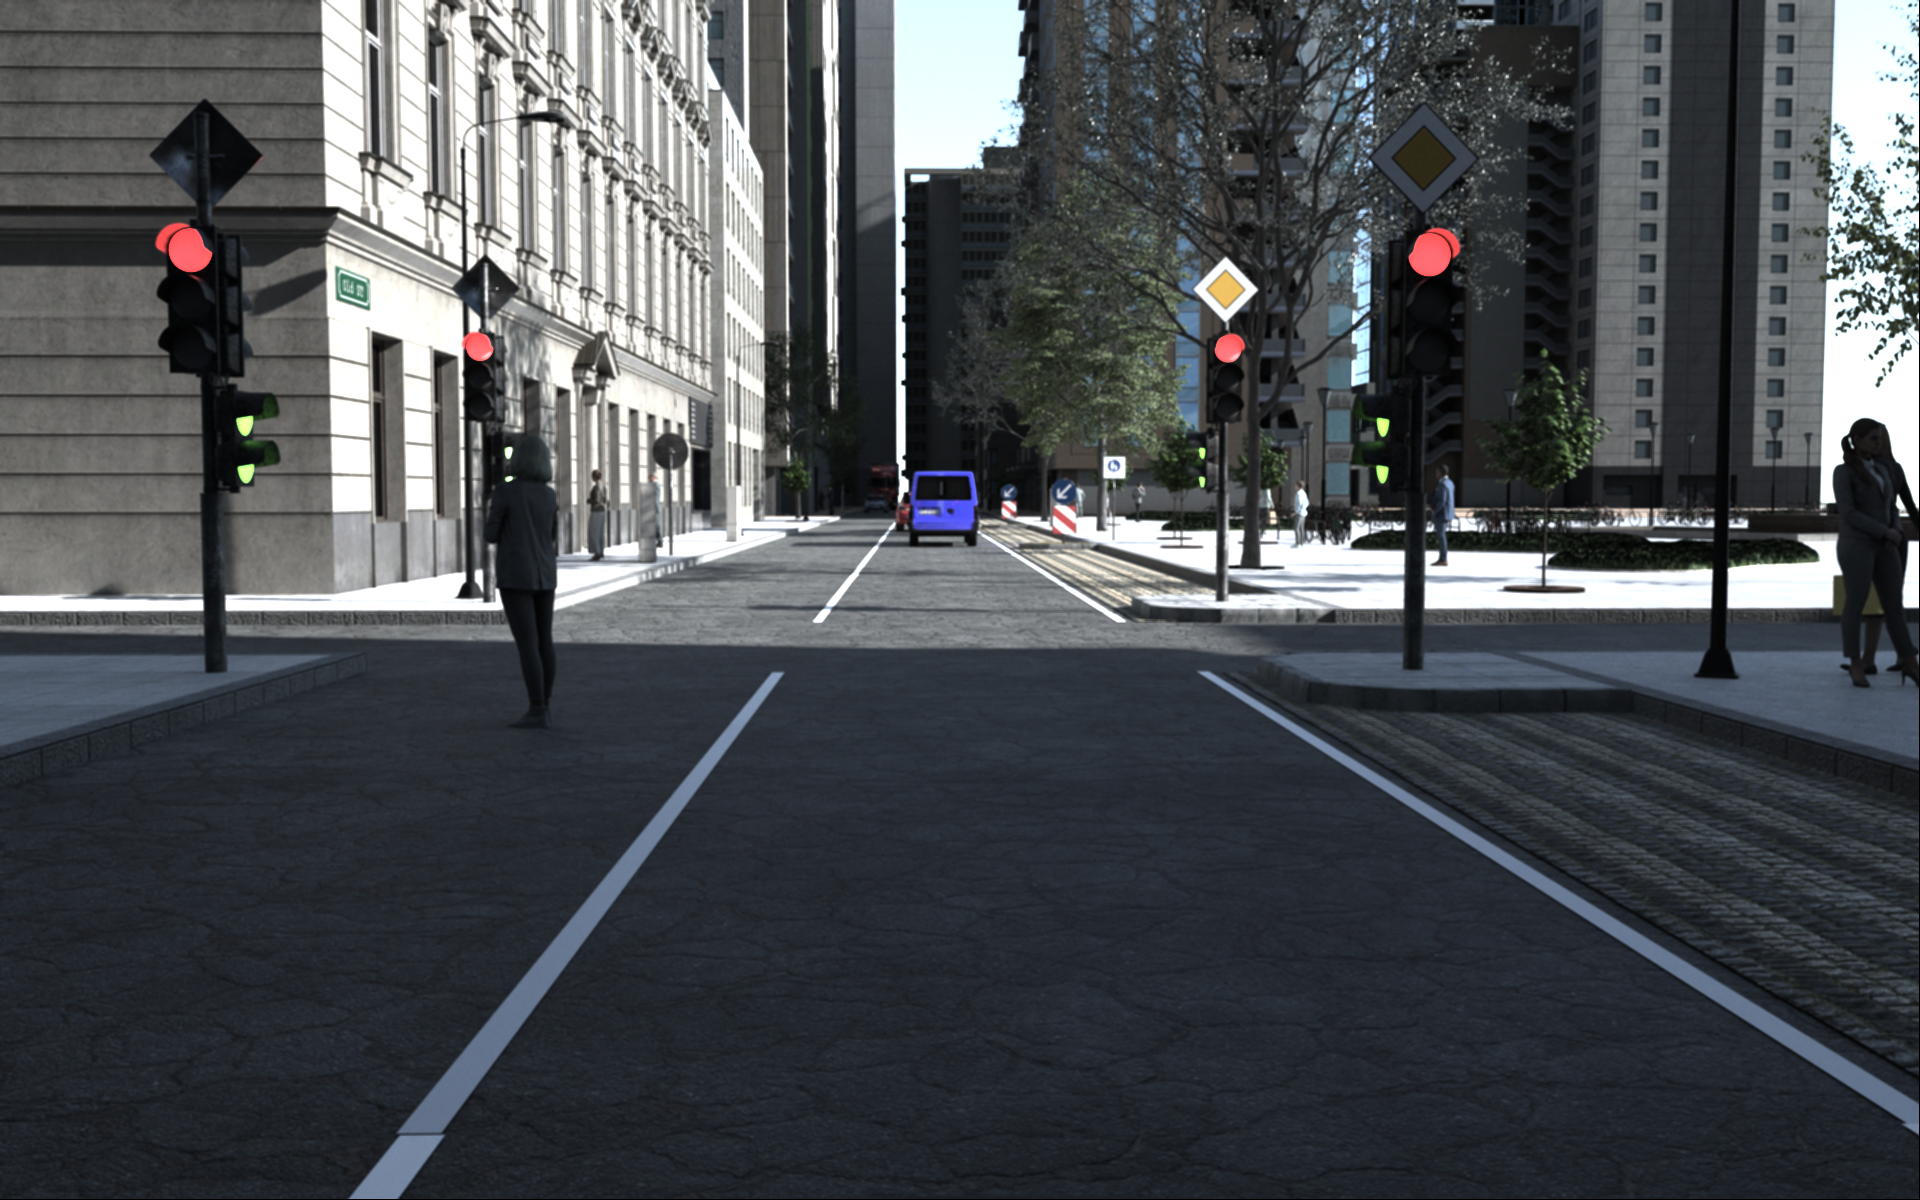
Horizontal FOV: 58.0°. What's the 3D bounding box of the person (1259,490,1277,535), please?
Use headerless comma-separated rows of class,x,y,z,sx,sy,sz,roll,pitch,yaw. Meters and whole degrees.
person,9.532,-2.910,54.103,0.515,1.767,0.782,-2,4,-24

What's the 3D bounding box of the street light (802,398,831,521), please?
street light,-6.923,-6.805,83.803,1.470,5.913,1.316,0,4,-1

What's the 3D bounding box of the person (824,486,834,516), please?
person,-7.738,-5.874,102.534,0.568,1.767,0.683,0,3,0

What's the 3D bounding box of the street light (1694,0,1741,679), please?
street light,4.792,-2.414,12.005,1.470,5.913,1.316,0,4,-1

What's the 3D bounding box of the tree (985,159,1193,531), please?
tree,4.553,-8.646,59.487,7.486,12.596,7.792,0,3,0

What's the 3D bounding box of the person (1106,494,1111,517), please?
person,7.990,-5.371,94.608,0.466,1.731,0.760,2,4,32

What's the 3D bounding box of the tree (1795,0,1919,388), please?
tree,14.227,-4.537,24.544,4.737,8.622,4.395,0,3,0

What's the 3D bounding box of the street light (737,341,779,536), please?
street light,-6.214,-4.907,52.777,1.470,5.913,1.316,0,4,-1

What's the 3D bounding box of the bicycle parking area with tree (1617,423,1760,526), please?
bicycle parking area with tree,26.419,-5.195,71.934,9.016,4.147,8.231,-1,4,-17

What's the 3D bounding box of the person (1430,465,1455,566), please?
person,8.623,-1.512,30.947,0.419,1.800,0.721,1,4,22

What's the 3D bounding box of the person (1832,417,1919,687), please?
person,6.130,-0.316,11.491,0.520,1.790,0.573,-3,5,-39

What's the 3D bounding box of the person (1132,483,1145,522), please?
person,8.101,-4.429,78.642,0.473,1.802,0.592,-1,4,-16

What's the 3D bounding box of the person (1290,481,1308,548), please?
person,8.078,-2.039,41.193,0.330,1.601,0.589,3,5,39

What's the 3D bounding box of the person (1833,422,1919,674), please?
person,6.951,-0.379,12.457,1.509,1.804,0.699,0,4,-7

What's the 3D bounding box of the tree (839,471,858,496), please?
tree,-9.436,-9.304,146.719,1.663,3.219,1.824,0,3,0

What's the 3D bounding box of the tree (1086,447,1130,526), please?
tree,6.218,-4.663,70.840,1.663,3.219,1.824,0,3,0

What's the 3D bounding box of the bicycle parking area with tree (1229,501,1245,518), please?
bicycle parking area with tree,16.149,-5.103,70.442,8.231,4.147,9.016,-1,4,-13

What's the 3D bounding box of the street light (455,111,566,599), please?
street light,-5.485,-2.974,21.158,1.470,5.913,1.316,0,4,-1

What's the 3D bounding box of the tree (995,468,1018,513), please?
tree,2.800,-7.391,115.443,1.663,3.219,1.824,0,3,0

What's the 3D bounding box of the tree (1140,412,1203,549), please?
tree,5.152,-2.848,41.169,1.663,3.219,1.824,0,3,0

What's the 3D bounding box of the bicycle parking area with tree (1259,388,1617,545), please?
bicycle parking area with tree,12.409,-3.667,46.956,8.231,4.147,9.016,1,4,8

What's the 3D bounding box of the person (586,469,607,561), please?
person,-7.039,-1.645,33.480,0.362,1.759,0.519,1,4,11

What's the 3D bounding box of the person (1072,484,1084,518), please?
person,6.339,-5.303,92.850,0.635,1.810,0.391,-1,4,-23

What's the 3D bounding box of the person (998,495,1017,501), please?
person,3.009,-6.388,110.426,1.348,1.831,0.705,-2,4,-26

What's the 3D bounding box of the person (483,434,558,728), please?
person,-2.742,-0.126,10.746,0.526,1.800,0.537,3,5,43

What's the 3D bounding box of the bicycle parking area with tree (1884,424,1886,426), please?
bicycle parking area with tree,36.527,-5.252,72.873,9.016,4.147,8.231,-1,4,-10

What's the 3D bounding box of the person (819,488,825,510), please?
person,-10.977,-7.930,136.259,0.434,1.755,0.990,-3,5,-42

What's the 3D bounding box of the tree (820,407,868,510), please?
tree,-9.505,-11.603,140.075,4.737,8.622,4.395,0,3,0

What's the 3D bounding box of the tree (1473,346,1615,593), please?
tree,7.600,-1.729,22.872,1.663,3.219,1.824,0,3,0

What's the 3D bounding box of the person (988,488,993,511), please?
person,2.366,-7.636,131.581,0.721,1.739,1.217,0,4,8

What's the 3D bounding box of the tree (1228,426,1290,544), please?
tree,7.574,-3.062,44.670,1.663,3.219,1.824,0,3,0

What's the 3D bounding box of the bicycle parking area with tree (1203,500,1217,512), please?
bicycle parking area with tree,16.944,-6.268,89.488,9.016,4.147,8.231,1,4,12

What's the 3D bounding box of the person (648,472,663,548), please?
person,-7.369,-2.141,41.231,0.590,1.801,0.661,0,4,-7
